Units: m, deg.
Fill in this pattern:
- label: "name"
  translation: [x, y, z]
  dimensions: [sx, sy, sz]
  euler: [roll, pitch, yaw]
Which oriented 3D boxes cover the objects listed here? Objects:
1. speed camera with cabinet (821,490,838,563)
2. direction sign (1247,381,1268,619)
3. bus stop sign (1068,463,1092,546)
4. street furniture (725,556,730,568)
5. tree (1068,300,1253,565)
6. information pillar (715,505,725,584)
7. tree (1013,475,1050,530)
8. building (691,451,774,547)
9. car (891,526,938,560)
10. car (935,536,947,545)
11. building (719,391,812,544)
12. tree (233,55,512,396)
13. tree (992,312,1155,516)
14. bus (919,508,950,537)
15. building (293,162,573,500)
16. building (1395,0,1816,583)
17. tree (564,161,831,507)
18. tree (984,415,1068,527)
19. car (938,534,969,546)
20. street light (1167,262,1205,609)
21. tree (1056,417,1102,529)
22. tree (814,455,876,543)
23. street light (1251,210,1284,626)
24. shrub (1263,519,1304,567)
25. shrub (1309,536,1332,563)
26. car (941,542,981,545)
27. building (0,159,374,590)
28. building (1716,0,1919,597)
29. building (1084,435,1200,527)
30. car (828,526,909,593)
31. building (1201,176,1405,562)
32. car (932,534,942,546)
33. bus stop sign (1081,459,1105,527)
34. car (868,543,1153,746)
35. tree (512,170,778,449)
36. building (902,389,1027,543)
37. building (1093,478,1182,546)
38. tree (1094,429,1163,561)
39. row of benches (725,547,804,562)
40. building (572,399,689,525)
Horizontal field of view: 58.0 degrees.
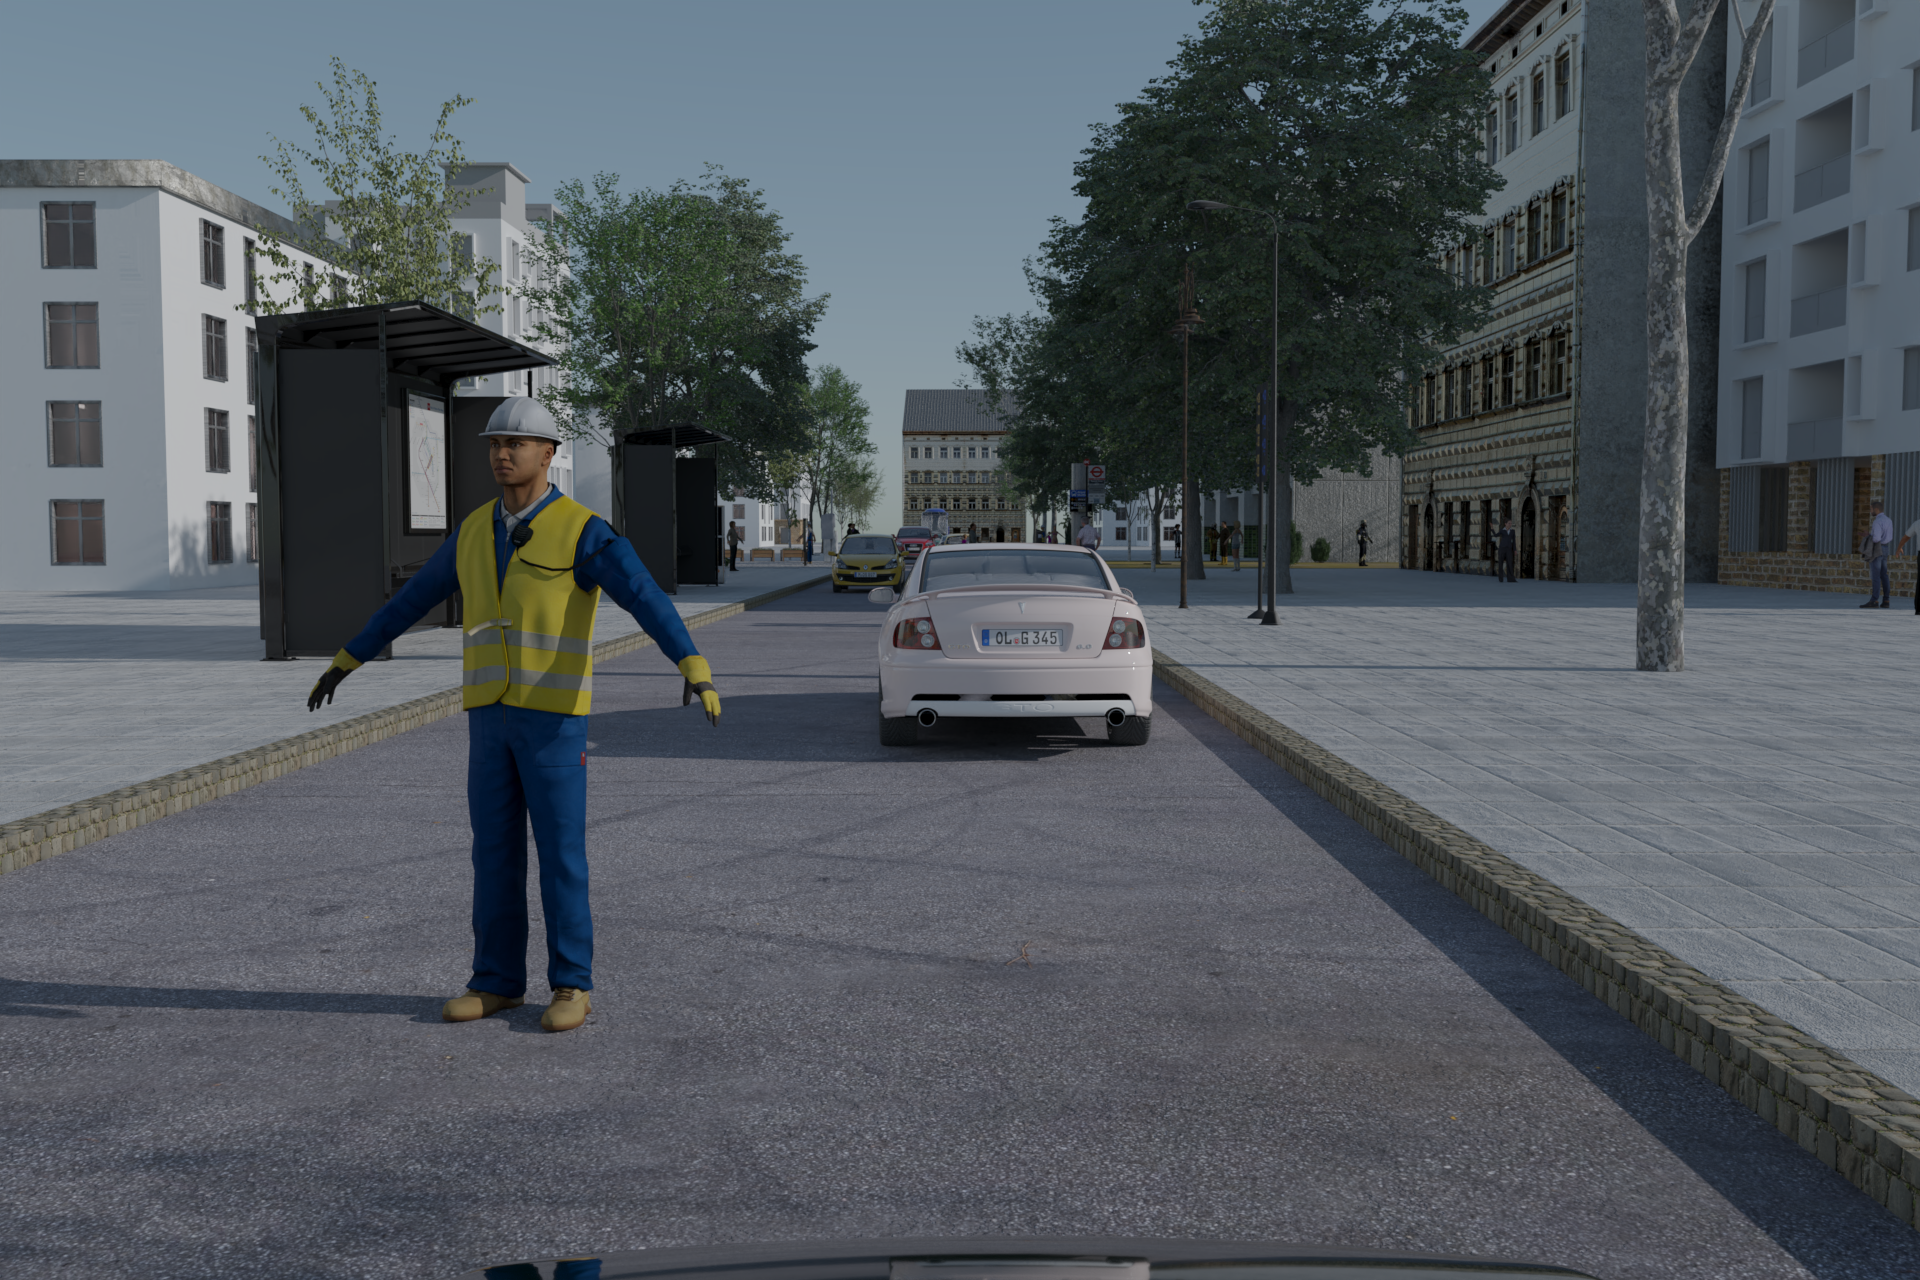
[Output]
- label: "speed camera with cabinet"
  translation: [-5.898, -5.126, 78.147]
  dimensions: [0.660, 3.252, 2.038]
  euler: [0, 4, 2]
- label: "direction sign"
  translation: [4.555, -2.092, 26.209]
  dimensions: [0.379, 3.537, 0.876]
  euler: [0, 4, 0]
- label: "bus stop sign"
  translation: [4.472, -4.624, 64.612]
  dimensions: [0.837, 3.901, 0.837]
  euler: [0, 4, -1]
- label: "street furniture"
  translation: [-11.921, -3.351, 70.411]
  dimensions: [5.734, 0.657, 10.072]
  euler: [0, 4, -3]
- label: "tree"
  translation: [8.497, -8.996, 72.839]
  dimensions: [9.928, 11.665, 9.643]
  euler: [0, 3, 0]
- label: "information pillar"
  translation: [-6.206, -2.447, 44.508]
  dimensions: [0.304, 2.012, 0.304]
  euler: [0, 4, 0]
- label: "tree"
  translation: [7.428, -12.972, 162.452]
  dimensions: [4.360, 8.622, 3.978]
  euler: [0, 3, 0]
- label: "building"
  translation: [-24.661, -15.067, 188.496]
  dimensions: [9.099, 9.664, 28.070]
  euler: [0, 3, 0]
- label: "car"
  translation: [-2.177, -4.543, 82.951]
  dimensions: [2.281, 1.827, 5.304]
  euler: [0, 4, 0]
- label: "car"
  translation: [-0.296, -4.826, 91.271]
  dimensions: [2.083, 1.381, 4.827]
  euler: [0, 4, -1]
- label: "building"
  translation: [-24.423, -21.957, 215.423]
  dimensions: [16.016, 20.090, 11.380]
  euler: [0, 4, 0]
- label: "tree"
  translation: [-8.856, -4.686, 26.980]
  dimensions: [4.737, 8.622, 4.395]
  euler: [0, 3, 0]
- label: "tree"
  translation: [6.492, -11.465, 94.102]
  dimensions: [9.857, 13.997, 8.962]
  euler: [0, 3, 0]
- label: "bus"
  translation: [-2.378, -10.902, 169.798]
  dimensions: [2.896, 3.916, 12.251]
  euler: [0, 4, 0]
- label: "building"
  translation: [-27.943, -14.260, 89.566]
  dimensions: [16.016, 20.090, 11.380]
  euler: [0, 4, 0]
- label: "building"
  translation: [25.268, -13.611, 53.477]
  dimensions: [19.493, 23.208, 18.063]
  euler: [0, 4, 0]
- label: "tree"
  translation: [-9.134, -9.456, 61.262]
  dimensions: [9.857, 13.997, 8.962]
  euler: [0, 3, 0]
- label: "tree"
  translation: [7.435, -15.918, 170.623]
  dimensions: [12.009, 13.543, 11.850]
  euler: [0, 3, 0]
- label: "car"
  translation: [0.038, -3.986, 75.400]
  dimensions: [2.015, 1.641, 3.980]
  euler: [0, 4, 0]
- label: "street light"
  translation: [3.858, -3.483, 29.731]
  dimensions: [0.468, 5.910, 1.993]
  euler: [0, 4, 0]
- label: "tree"
  translation: [7.066, -9.393, 103.932]
  dimensions: [4.737, 8.622, 4.395]
  euler: [0, 3, 0]
- label: "tree"
  translation: [-17.799, -21.375, 259.855]
  dimensions: [12.009, 13.543, 11.850]
  euler: [0, 3, 0]
- label: "street light"
  translation: [4.937, -3.165, 24.281]
  dimensions: [1.470, 5.913, 1.316]
  euler: [0, 3, 0]
- label: "shrub"
  translation: [12.475, -3.812, 66.743]
  dimensions: [1.690, 2.028, 1.600]
  euler: [0, 3, 0]
- label: "shrub"
  translation: [16.000, -4.021, 76.861]
  dimensions: [1.383, 1.207, 1.383]
  euler: [0, 3, 0]
- label: "car"
  translation: [0.060, -4.460, 84.922]
  dimensions: [2.014, 1.417, 4.499]
  euler: [0, 4, -1]
- label: "building"
  translation: [-22.422, -6.780, 53.007]
  dimensions: [9.099, 9.664, 28.070]
  euler: [0, 3, 0]
- label: "building"
  translation: [24.099, -11.303, 41.230]
  dimensions: [16.016, 20.090, 11.380]
  euler: [0, 3, 0]
- label: "building"
  translation: [25.411, -23.686, 218.193]
  dimensions: [19.493, 23.208, 18.063]
  euler: [0, 3, 0]
- label: "car"
  translation: [-2.270, -2.039, 43.554]
  dimensions: [2.015, 1.641, 3.980]
  euler: [0, 3, 0]
- label: "building"
  translation: [23.595, -13.914, 93.951]
  dimensions: [16.747, 18.905, 31.486]
  euler: [0, 4, 0]
- label: "car"
  translation: [-2.018, -7.034, 126.811]
  dimensions: [2.131, 1.459, 4.920]
  euler: [0, 3, 0]
- label: "bus stop sign"
  translation: [4.707, -4.446, 61.403]
  dimensions: [0.855, 3.939, 0.416]
  euler: [0, 4, 0]
- label: "car"
  translation: [0.335, -0.046, 13.109]
  dimensions: [2.083, 1.381, 4.827]
  euler: [0, 4, -1]
- label: "tree"
  translation: [-8.874, -7.579, 49.675]
  dimensions: [9.928, 11.665, 9.643]
  euler: [0, 3, 0]
- label: "building"
  translation: [0.933, -26.139, 260.761]
  dimensions: [18.063, 23.208, 19.493]
  euler: [0, 4, 2]
- label: "building"
  translation: [20.461, -15.434, 194.497]
  dimensions: [9.099, 9.664, 28.070]
  euler: [0, 3, 0]
- label: "tree"
  translation: [7.875, -8.020, 81.497]
  dimensions: [4.360, 8.622, 3.978]
  euler: [0, 3, 0]
- label: "row of benches"
  translation: [-9.156, -4.004, 80.934]
  dimensions: [4.104, 0.672, 1.422]
  euler: [-1, 4, -16]
- label: "building"
  translation: [-23.302, -10.924, 120.759]
  dimensions: [9.099, 9.664, 28.070]
  euler: [0, 4, -1]
